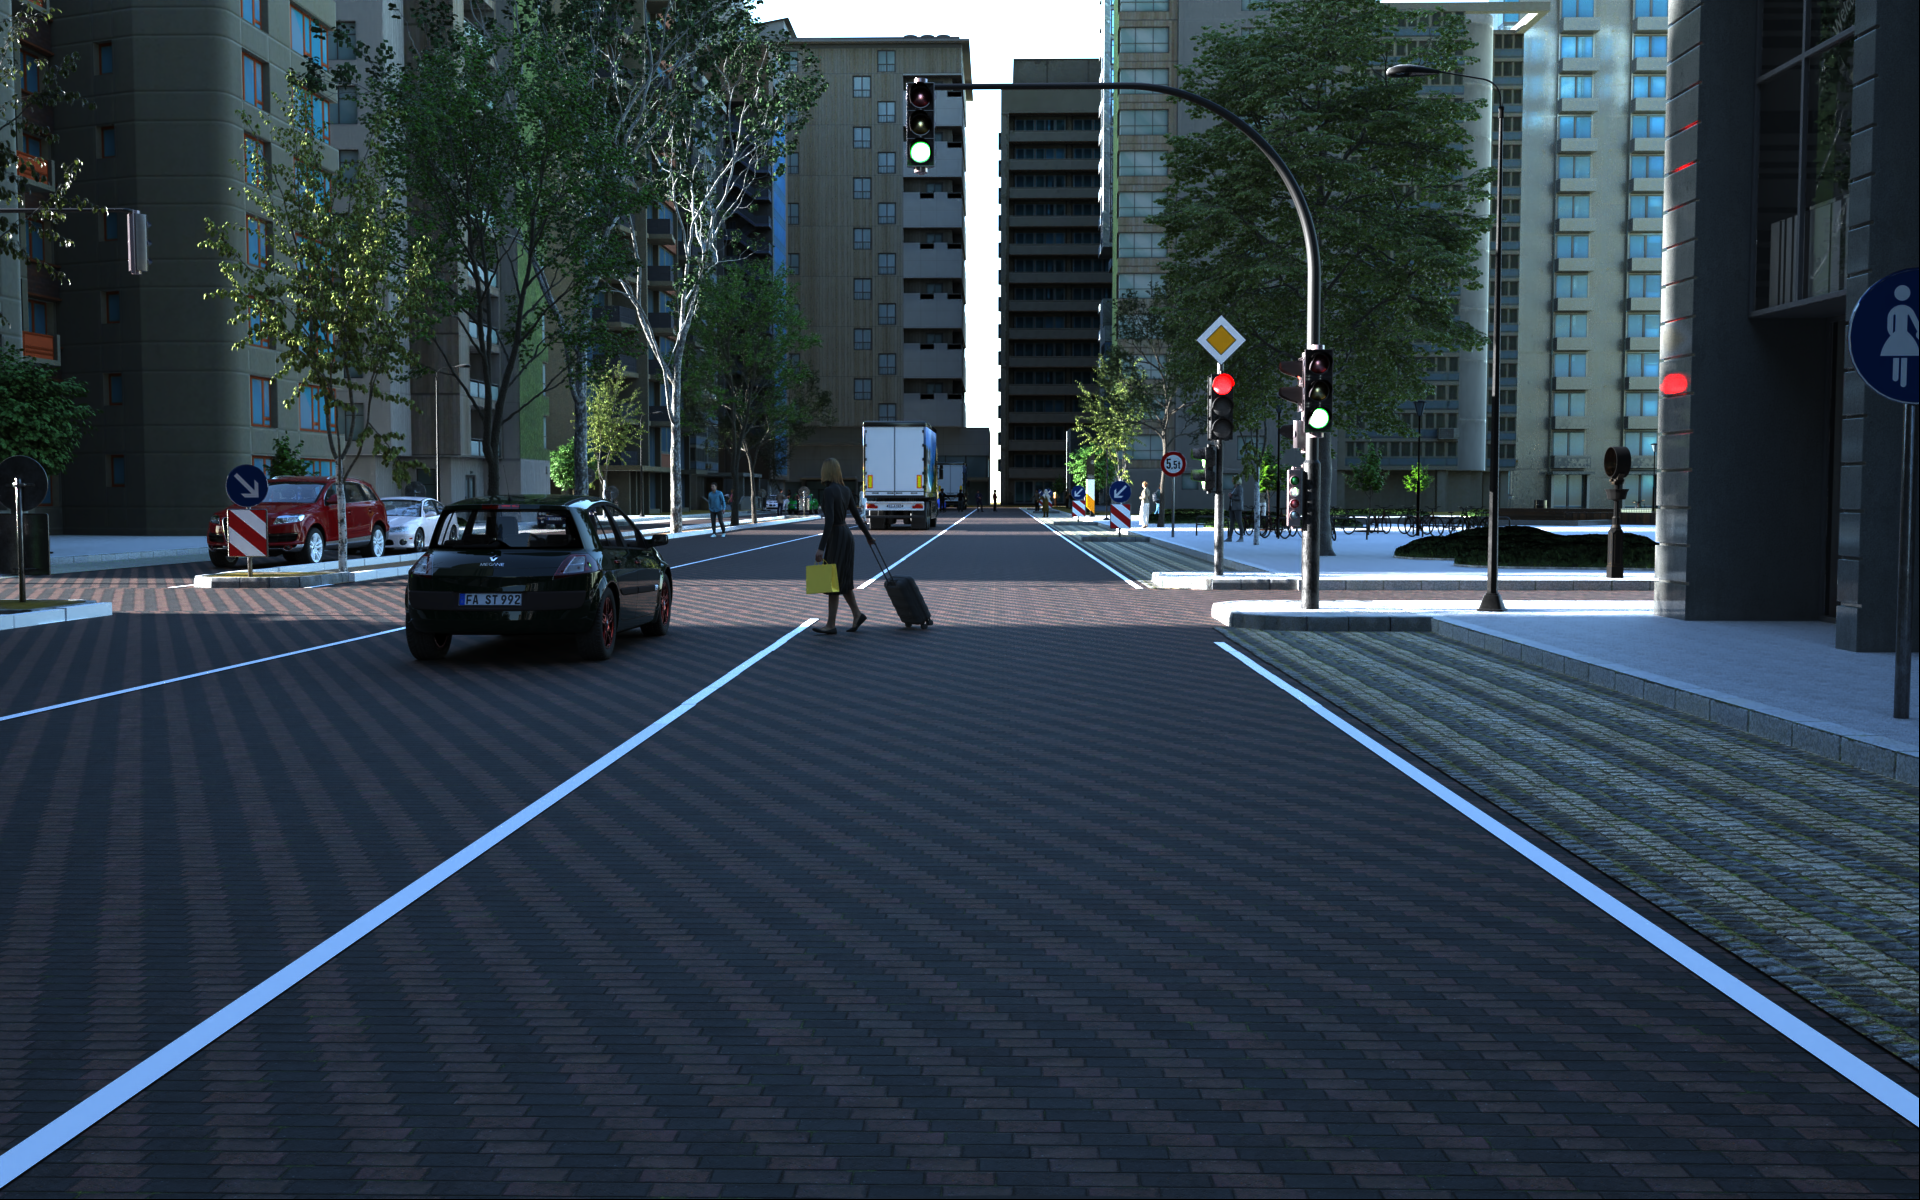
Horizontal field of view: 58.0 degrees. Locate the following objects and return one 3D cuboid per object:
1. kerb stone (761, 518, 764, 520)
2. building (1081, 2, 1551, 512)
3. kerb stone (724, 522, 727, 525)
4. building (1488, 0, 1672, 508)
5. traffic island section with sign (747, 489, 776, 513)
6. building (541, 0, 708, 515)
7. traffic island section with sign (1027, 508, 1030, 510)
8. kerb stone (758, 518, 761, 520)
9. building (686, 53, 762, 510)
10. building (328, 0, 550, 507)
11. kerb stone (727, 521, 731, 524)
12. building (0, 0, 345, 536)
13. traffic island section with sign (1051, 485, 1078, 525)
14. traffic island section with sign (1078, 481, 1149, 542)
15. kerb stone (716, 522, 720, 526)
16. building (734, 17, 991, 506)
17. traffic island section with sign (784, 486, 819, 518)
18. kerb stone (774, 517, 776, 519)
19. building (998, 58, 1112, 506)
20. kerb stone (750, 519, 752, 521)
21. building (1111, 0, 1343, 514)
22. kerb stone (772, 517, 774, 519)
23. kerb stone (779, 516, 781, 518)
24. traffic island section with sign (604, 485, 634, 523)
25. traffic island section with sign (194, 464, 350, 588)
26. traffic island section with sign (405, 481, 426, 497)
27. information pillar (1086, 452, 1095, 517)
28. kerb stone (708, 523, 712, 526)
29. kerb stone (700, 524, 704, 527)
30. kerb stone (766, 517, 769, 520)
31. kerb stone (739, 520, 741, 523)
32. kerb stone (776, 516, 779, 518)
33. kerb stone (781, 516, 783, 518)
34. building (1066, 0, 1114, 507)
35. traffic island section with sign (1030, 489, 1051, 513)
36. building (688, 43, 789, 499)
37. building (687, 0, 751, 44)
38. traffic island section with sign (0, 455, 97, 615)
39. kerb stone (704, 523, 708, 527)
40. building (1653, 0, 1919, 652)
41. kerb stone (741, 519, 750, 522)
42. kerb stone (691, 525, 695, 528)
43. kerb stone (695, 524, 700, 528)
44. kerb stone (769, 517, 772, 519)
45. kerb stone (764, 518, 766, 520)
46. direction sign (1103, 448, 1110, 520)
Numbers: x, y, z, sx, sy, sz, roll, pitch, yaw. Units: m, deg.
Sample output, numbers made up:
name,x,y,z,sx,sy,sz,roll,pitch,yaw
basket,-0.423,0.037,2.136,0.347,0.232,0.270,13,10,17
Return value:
name,x,y,z,sx,sy,sz,roll,pitch,yaw
kerb stone,-10.600,-4.225,91.296,0.120,0.150,1.000,0,4,1
building,25.610,-27.028,133.790,32.217,40.220,23.993,0,4,1
kerb stone,-10.877,-3.475,79.004,0.120,0.150,1.000,0,4,1
building,61.202,-33.293,163.957,30.456,49.044,23.786,0,4,1
traffic island section with sign,-14.875,-7.441,130.290,1.989,1.847,2.006,0,4,1
building,-29.480,-28.283,117.053,22.147,44.769,28.867,0,4,1
traffic island section with sign,7.034,-9.035,156.350,1.989,1.847,2.006,0,4,1
kerb stone,-10.624,-4.164,90.274,0.120,0.150,1.000,0,4,1
building,-33.369,-27.637,143.752,32.217,40.220,23.993,0,4,1
building,-26.938,-23.984,75.736,14.154,41.232,14.086,0,4,1
kerb stone,-10.853,-3.537,80.030,0.120,0.150,1.000,0,4,1
building,-36.046,-12.358,47.099,27.650,21.520,28.899,0,4,1
traffic island section with sign,5.295,-4.330,79.427,1.989,1.847,2.006,0,4,1
traffic island section with sign,4.693,-2.682,52.479,1.989,1.847,2.006,0,4,1
kerb stone,-10.924,-3.348,76.938,0.120,0.150,1.000,0,4,1
building,-10.254,-37.421,201.072,27.495,52.752,28.713,0,4,1
traffic island section with sign,-9.292,-5.771,102.495,2.006,1.907,1.989,0,4,1
kerb stone,-10.482,-4.540,96.431,0.120,0.150,1.000,0,4,1
building,15.130,-35.055,196.851,21.600,48.544,21.300,0,4,1
kerb stone,-10.690,-3.976,87.201,0.120,0.150,1.000,0,4,1
building,17.038,-26.368,114.706,14.154,41.232,14.086,0,4,1
kerb stone,-10.510,-4.478,95.408,0.120,0.150,1.000,0,4,1
kerb stone,-10.446,-4.658,98.476,0.120,0.150,1.000,0,4,1
traffic island section with sign,-16.031,-4.329,79.406,1.989,1.847,2.006,0,4,1
traffic island section with sign,-10.984,-1.177,27.376,2.006,1.907,1.989,0,4,1
traffic island section with sign,-16.639,-2.681,52.457,1.989,1.847,2.006,0,4,1
information pillar,7.355,-6.488,97.427,0.504,3.616,0.183,-1,4,-21
kerb stone,-10.971,-3.223,74.894,0.120,0.150,1.000,0,4,1
kerb stone,-11.023,-3.097,72.836,0.120,0.150,1.000,0,4,1
kerb stone,-10.559,-4.350,93.358,0.120,0.150,1.000,0,4,1
kerb stone,-10.785,-3.726,83.113,0.120,0.150,1.000,0,4,1
kerb stone,-10.460,-4.601,97.453,0.120,0.150,1.000,0,4,1
kerb stone,-10.409,-4.726,99.498,0.120,0.150,1.000,0,4,1
building,21.747,-51.819,159.916,22.319,86.520,31.000,0,4,1
traffic island section with sign,6.431,-7.369,129.103,1.989,1.847,2.006,0,4,1
building,-24.836,-31.831,170.547,14.200,45.320,14.600,0,4,1
building,-38.188,-40.102,197.674,28.212,58.520,21.231,0,4,1
traffic island section with sign,-11.161,-0.724,19.971,2.006,1.907,1.989,0,4,1
kerb stone,-11.001,-3.161,73.872,0.120,0.150,1.000,0,4,1
building,12.410,-13.772,2.670,11.434,29.767,29.804,0,4,1
kerb stone,-10.718,-3.913,86.179,0.120,0.150,1.000,0,4,1
kerb stone,-11.071,-2.972,70.789,0.120,0.150,1.000,0,4,1
kerb stone,-11.043,-3.035,71.811,0.120,0.150,1.000,0,4,1
kerb stone,-10.533,-4.415,94.380,0.120,0.150,1.000,0,4,1
kerb stone,-10.587,-4.289,92.327,0.120,0.150,1.000,0,4,1
direction sign,7.239,-5.712,85.388,0.379,3.537,0.876,1,4,10
